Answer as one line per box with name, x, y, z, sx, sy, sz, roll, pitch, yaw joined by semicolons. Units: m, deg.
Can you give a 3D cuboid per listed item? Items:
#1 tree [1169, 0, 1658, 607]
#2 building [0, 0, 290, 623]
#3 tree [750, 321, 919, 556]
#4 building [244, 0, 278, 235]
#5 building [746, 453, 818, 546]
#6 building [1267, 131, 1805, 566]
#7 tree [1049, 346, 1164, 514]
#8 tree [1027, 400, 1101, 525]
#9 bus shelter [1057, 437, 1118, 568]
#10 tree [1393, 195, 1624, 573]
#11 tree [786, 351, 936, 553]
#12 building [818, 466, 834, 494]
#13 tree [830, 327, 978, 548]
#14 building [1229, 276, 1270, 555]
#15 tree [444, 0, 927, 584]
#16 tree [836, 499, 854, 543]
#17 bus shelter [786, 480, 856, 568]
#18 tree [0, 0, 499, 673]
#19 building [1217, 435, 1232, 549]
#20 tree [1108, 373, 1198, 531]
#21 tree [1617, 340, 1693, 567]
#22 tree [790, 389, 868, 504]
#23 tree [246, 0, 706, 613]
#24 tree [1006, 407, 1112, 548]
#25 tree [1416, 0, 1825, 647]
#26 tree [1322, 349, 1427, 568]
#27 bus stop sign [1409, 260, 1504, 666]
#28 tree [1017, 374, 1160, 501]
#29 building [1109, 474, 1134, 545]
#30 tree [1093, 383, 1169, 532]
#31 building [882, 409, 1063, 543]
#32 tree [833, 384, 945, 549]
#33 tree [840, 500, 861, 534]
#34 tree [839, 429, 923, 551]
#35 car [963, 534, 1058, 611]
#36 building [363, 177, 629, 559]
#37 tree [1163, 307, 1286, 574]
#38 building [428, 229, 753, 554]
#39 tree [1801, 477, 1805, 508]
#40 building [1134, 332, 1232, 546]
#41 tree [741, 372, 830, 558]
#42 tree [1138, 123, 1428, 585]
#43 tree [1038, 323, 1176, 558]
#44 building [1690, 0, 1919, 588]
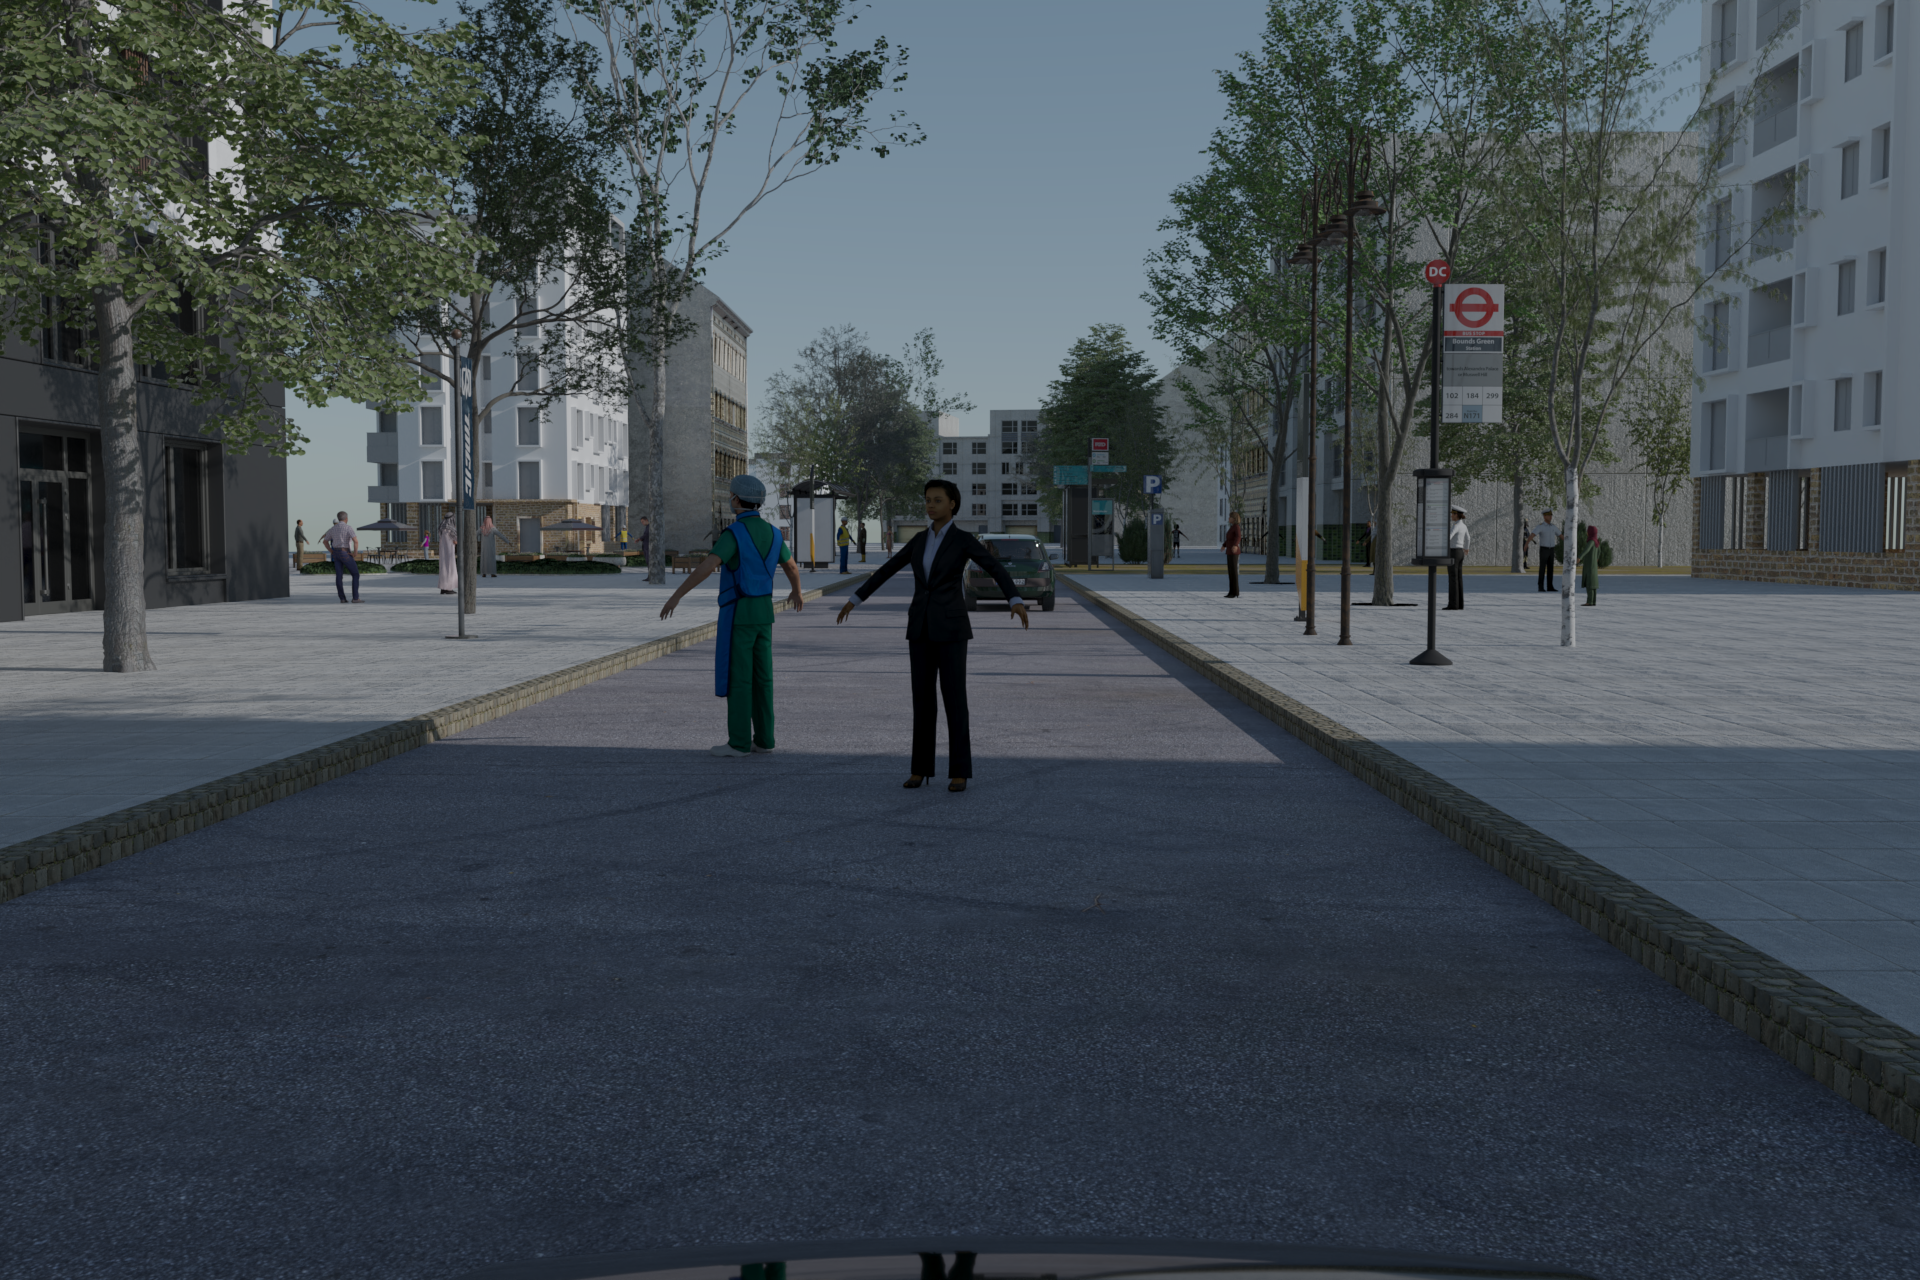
tree;7.749;-6.417;30.673;9.928;11.665;9.643;0;3;0
building;-27.913;-10.687;18.714;27.936;21.610;32.646;0;4;1
tree;-7.272;-11.602;100.057;12.009;13.543;11.850;0;3;0
building;-25.167;-11.086;37.677;16.016;20.090;11.380;0;4;1
building;-20.219;-15.346;193.053;9.099;9.664;28.070;0;4;1
building;26.012;-13.365;84.977;16.747;18.905;31.486;0;4;1
tree;8.912;-11.392;104.383;7.486;12.596;7.792;0;3;0
tree;9.183;-13.754;143.000;7.486;12.596;7.792;0;3;0
bus shelter;5.043;-5.628;69.652;2.179;5.291;8.768;0;4;2
tree;18.095;-8.500;57.095;7.486;12.596;7.792;0;3;0
tree;-6.575;-12.501;114.766;12.009;13.543;11.850;0;3;0
building;-20.743;-17.195;223.281;9.099;9.664;28.070;0;4;1
tree;-5.266;-18.503;158.411;12.611;20.169;13.585;0;3;0
building;27.802;-17.083;110.234;19.493;23.208;18.063;0;4;1
tree;-7.261;-11.571;45.078;12.611;20.169;13.585;0;3;0
tree;-16.101;-18.475;252.424;4.737;8.622;4.395;0;3;0
bus shelter;-5.324;-4.473;67.061;2.014;3.302;5.546;0;4;3
tree;-8.226;-5.971;15.751;7.486;12.596;7.792;0;3;0
building;26.561;-11.858;136.026;9.099;9.664;28.070;0;4;1
tree;8.487;-7.861;78.890;4.360;8.622;3.978;0;3;0
tree;27.309;-7.120;66.767;4.737;8.622;4.395;0;3;0
tree;-6.897;-8.486;89.113;4.737;8.622;4.395;0;3;0
tree;-7.633;-5.709;27.749;7.601;10.594;8.767;-2;4;-24
tree;9.380;-15.180;158.566;12.009;13.543;11.850;0;3;0
tree;6.716;-4.232;19.551;4.360;8.622;3.978;0;3;0
tree;15.915;-7.100;66.450;4.360;8.622;3.978;0;3;0
bus stop sign;4.858;-1.727;16.937;0.855;3.939;0.416;0;4;0
tree;9.059;-12.884;121.028;12.009;13.543;11.850;0;3;0
building;26.183;-21.800;222.889;16.747;18.905;31.486;0;4;1
tree;7.943;-8.233;84.969;4.360;8.622;3.978;0;3;0
building;5.629;-23.481;252.834;31.486;18.905;16.747;1;4;10
tree;-6.073;-14.630;145.855;9.857;13.997;8.962;0;3;0
tree;-14.315;-18.111;246.475;4.360;8.622;3.978;0;3;0
tree;-6.315;-12.244;134.606;7.601;10.594;8.767;0;4;1
car;0.933;-1.460;33.660;2.009;1.686;4.222;0;4;0
building;-25.328;-14.407;91.969;16.016;20.090;11.380;0;4;2
tree;9.155;-6.438;55.620;4.360;8.622;3.978;0;3;0
building;-25.094;-17.670;119.826;19.493;23.208;18.063;0;3;0
tree;28.041;-6.623;58.647;4.360;8.622;3.978;0;3;0
building;29.286;-21.999;190.605;19.493;23.208;18.063;0;4;1
tree;-7.611;-7.821;78.234;4.360;8.622;3.978;0;3;0
tree;8.136;-7.230;43.973;9.928;11.665;9.643;0;3;0
tree;7.663;-10.743;93.775;7.486;12.596;7.792;0;3;0
building;26.441;-11.738;48.336;16.016;20.090;11.380;0;4;1
